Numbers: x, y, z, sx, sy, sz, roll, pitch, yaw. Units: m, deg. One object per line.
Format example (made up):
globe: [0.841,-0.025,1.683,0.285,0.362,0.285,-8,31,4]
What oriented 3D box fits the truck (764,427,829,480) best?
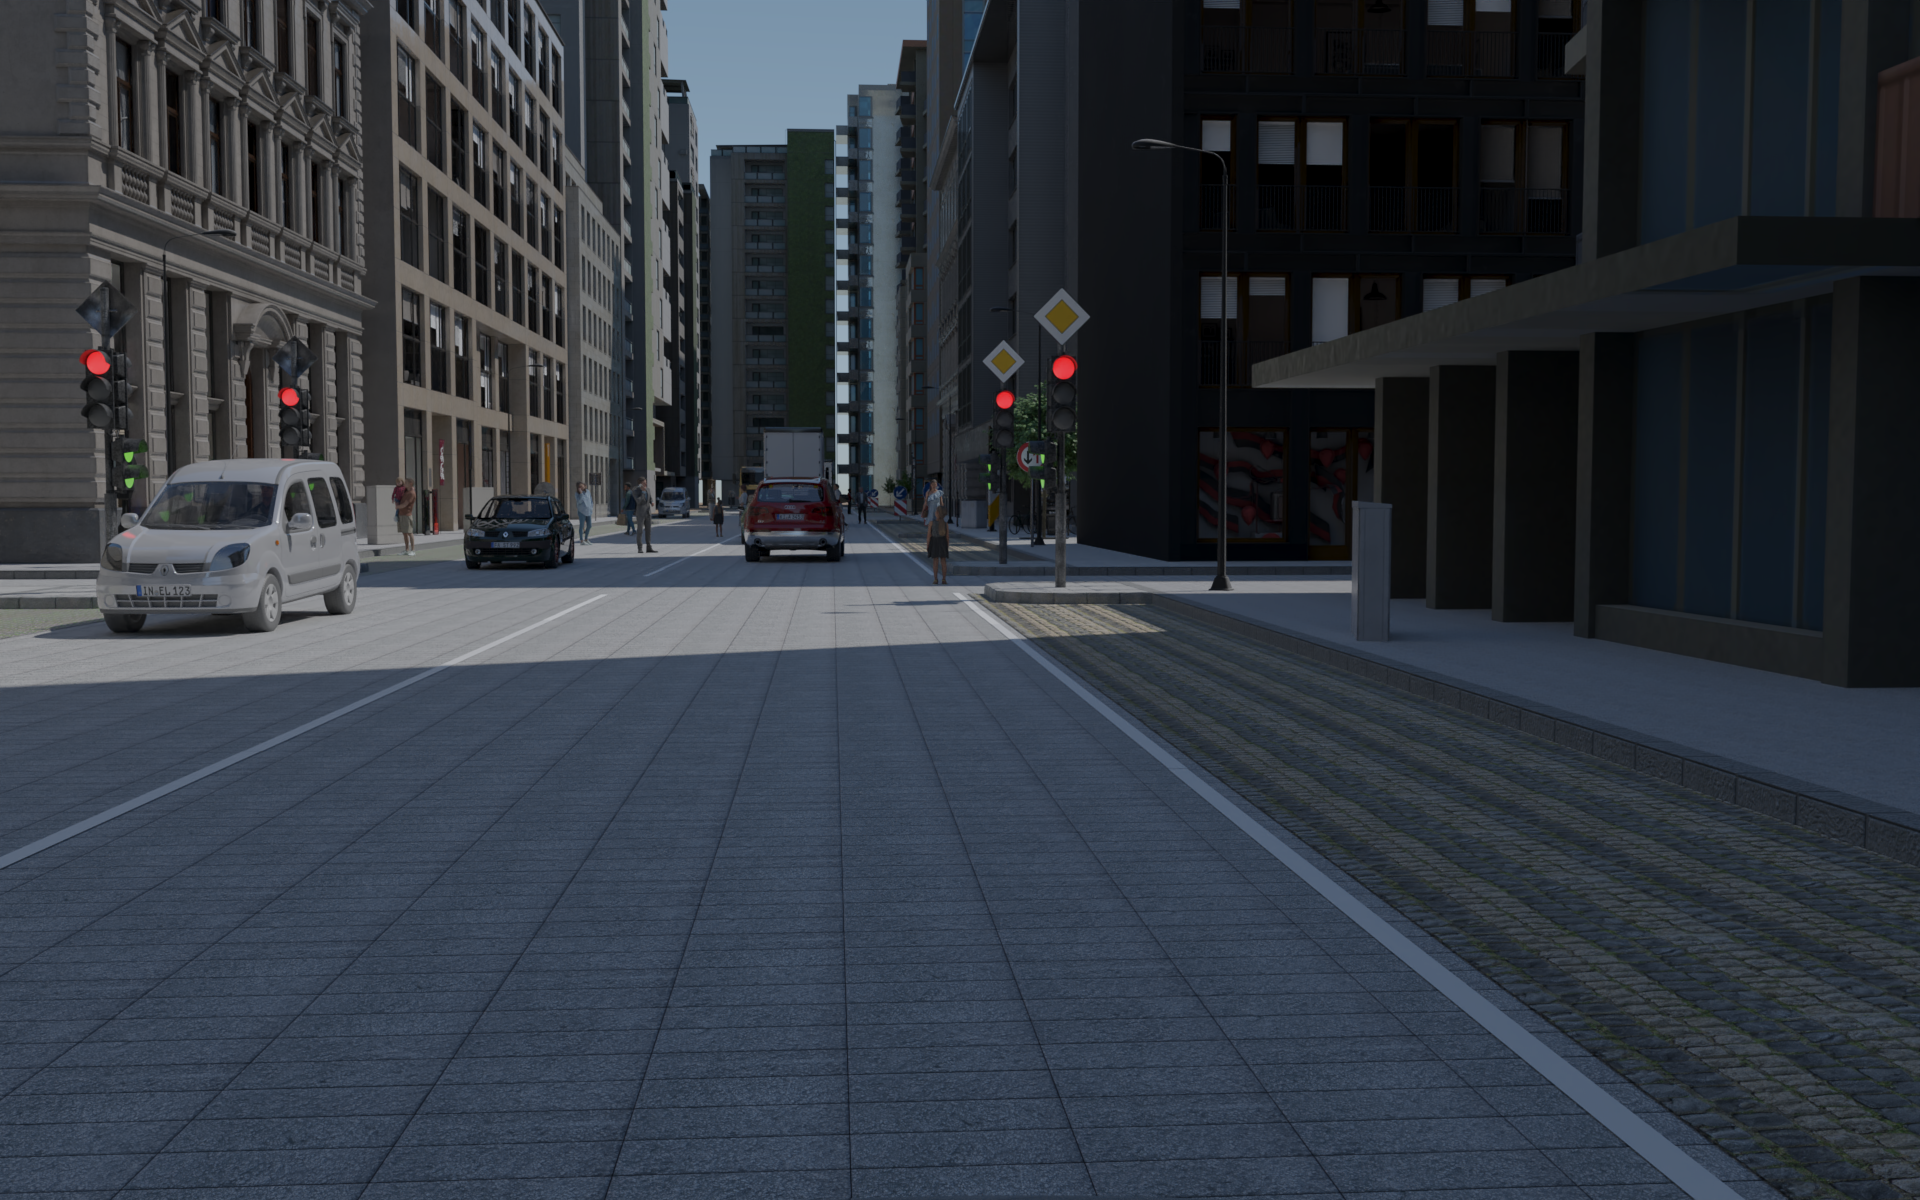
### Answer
truck: [-7.384,-5.472,78.378,2.839,4.237,11.283,0,4,-4]

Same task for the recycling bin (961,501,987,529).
recycling bin: [0.532,-3.196,64.815,0.722,1.027,0.722,3,4,37]

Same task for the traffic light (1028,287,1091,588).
traffic light: [1.363,-2.127,23.690,0.839,4.253,0.868,0,4,-4]

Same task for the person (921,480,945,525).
person: [-0.704,-2.252,45.412,0.616,1.811,0.778,1,4,11]

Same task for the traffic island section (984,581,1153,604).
traffic island section: [1.403,-0.093,23.807,2.009,0.180,2.903,0,4,-4]

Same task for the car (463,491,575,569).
car: [-8.724,-1.508,34.448,2.009,1.686,4.222,0,4,-6]

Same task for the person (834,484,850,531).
person: [-4.645,-3.592,67.075,0.795,1.843,0.661,0,4,6]

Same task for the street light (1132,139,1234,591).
street light: [2.947,-3.080,22.892,1.470,5.913,1.316,0,4,-4]

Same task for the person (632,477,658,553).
person: [-7.607,-2.061,42.007,0.447,1.846,0.655,2,4,35]

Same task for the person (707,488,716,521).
person: [-13.139,-5.066,91.877,0.362,1.759,0.519,3,4,36]

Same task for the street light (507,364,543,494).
street light: [-15.553,-5.464,61.872,1.470,5.913,1.316,0,4,-4]

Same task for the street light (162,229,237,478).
street light: [-13.381,-3.544,30.482,1.470,5.913,1.316,0,4,-4]

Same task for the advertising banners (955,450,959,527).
advertising banners: [-0.119,-4.394,68.035,0.090,3.025,2.074,0,4,-2]

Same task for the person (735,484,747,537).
person: [-7.278,-2.968,57.601,0.524,1.755,0.480,1,4,9]

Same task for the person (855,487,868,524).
person: [-4.712,-4.551,83.302,0.661,1.777,0.834,-1,4,-19]

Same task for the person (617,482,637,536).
person: [-11.277,-3.083,58.896,0.713,1.824,0.794,2,4,27]

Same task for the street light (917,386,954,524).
street light: [-0.964,-6.239,74.550,1.470,5.913,1.316,0,4,-4]

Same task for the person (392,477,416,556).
person: [-12.890,-1.942,40.220,0.580,1.828,0.573,0,4,0]

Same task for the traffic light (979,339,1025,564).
traffic light: [0.772,-2.614,31.653,0.839,4.253,0.868,0,4,-4]

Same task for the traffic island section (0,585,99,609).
traffic island section: [-11.204,-0.037,22.880,2.009,0.180,2.903,0,4,-4]

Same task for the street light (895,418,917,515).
street light: [-3.248,-8.170,106.122,1.470,5.913,1.316,0,4,-4]

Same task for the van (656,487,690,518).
van: [-17.023,-5.878,103.118,2.013,2.044,4.112,0,4,-5]

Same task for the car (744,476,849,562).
car: [-3.598,-1.805,38.191,2.281,1.827,5.304,0,4,-2]

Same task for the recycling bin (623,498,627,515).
recycling bin: [-20.024,-5.667,105.202,0.722,1.027,0.722,-3,5,-40]

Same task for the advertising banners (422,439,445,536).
advertising banners: [-16.496,-3.558,54.367,0.090,3.025,2.074,0,4,2]

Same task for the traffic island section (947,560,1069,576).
traffic island section: [0.813,-0.580,31.770,2.009,0.180,2.903,0,4,-4]

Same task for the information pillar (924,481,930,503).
information pillar: [-1.813,-5.555,95.311,0.304,2.012,0.304,0,4,5]

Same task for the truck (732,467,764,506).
truck: [-14.407,-7.894,124.987,3.469,3.379,9.791,0,4,-3]

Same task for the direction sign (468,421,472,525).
direction sign: [-15.279,-3.796,54.068,0.379,3.537,0.876,-1,4,-20]

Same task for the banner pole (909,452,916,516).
banner pole: [-2.777,-6.905,102.909,0.401,3.779,0.863,-1,4,-19]

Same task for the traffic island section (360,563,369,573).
traffic island section: [-11.795,-0.524,30.843,2.009,0.180,2.903,0,4,-4]

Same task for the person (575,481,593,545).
person: [-10.506,-2.424,48.394,0.793,1.790,0.793,0,4,3]

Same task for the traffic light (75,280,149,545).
traffic light: [-11.163,-2.069,22.749,0.839,4.253,0.868,0,4,-4]

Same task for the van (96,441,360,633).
van: [-8.031,-0.749,19.253,2.013,2.044,4.112,0,4,-3]

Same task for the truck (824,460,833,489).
truck: [-12.071,-9.626,146.293,2.839,4.237,11.283,0,4,-5]

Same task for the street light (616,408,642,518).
street light: [-17.802,-7.383,93.255,1.470,5.913,1.316,0,4,-4]

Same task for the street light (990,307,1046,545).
street light: [1.442,-4.320,43.178,1.470,5.913,1.316,0,4,-4]

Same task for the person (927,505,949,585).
person: [-0.349,-0.872,27.432,0.362,1.253,0.373,0,4,-8]

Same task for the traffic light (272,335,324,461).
traffic light: [-11.754,-2.556,30.712,0.839,4.253,0.868,0,4,-4]

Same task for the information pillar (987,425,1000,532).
information pillar: [1.151,-4.150,59.211,0.504,3.616,0.183,-3,5,-45]

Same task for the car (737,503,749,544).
car: [-5.527,-2.408,51.164,2.131,1.459,4.920,0,4,-6]
